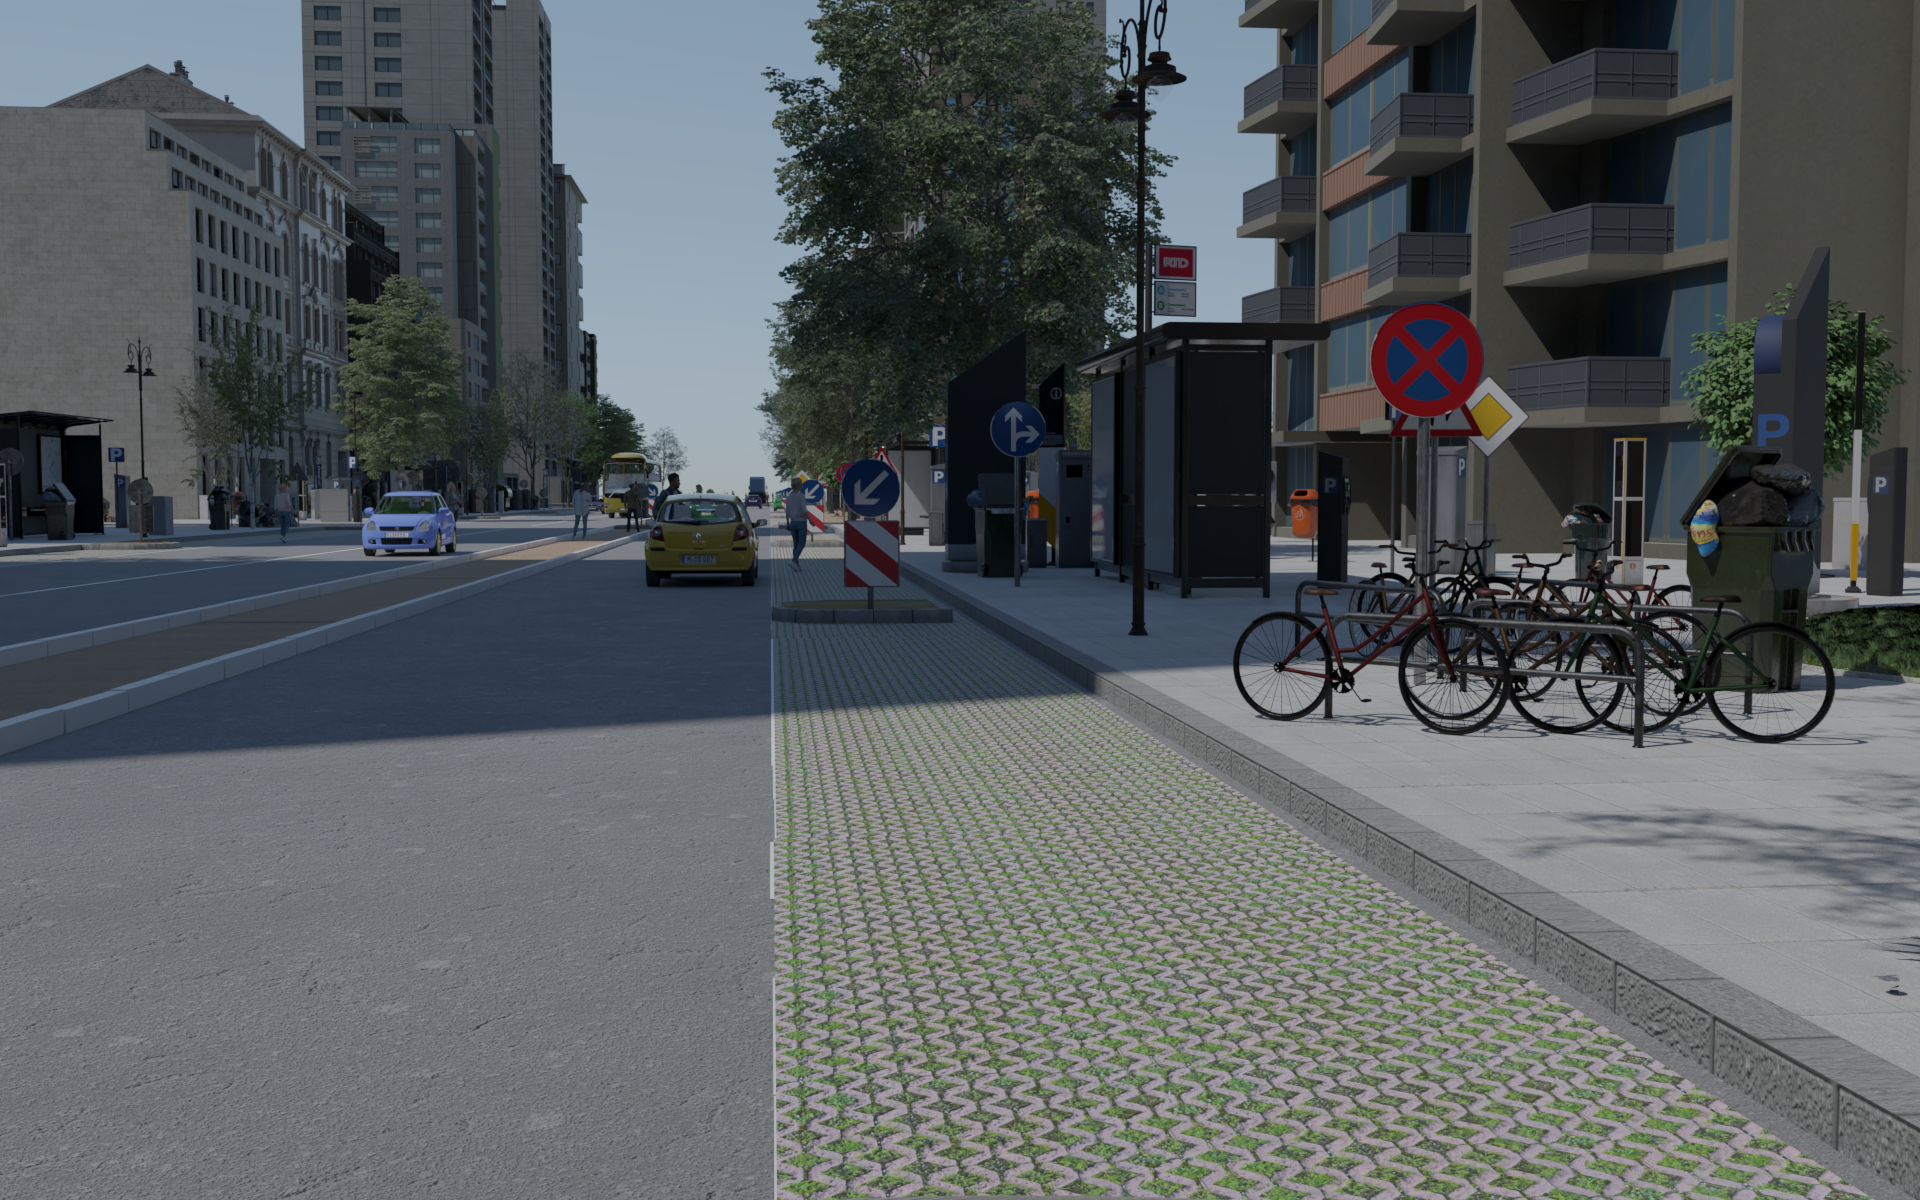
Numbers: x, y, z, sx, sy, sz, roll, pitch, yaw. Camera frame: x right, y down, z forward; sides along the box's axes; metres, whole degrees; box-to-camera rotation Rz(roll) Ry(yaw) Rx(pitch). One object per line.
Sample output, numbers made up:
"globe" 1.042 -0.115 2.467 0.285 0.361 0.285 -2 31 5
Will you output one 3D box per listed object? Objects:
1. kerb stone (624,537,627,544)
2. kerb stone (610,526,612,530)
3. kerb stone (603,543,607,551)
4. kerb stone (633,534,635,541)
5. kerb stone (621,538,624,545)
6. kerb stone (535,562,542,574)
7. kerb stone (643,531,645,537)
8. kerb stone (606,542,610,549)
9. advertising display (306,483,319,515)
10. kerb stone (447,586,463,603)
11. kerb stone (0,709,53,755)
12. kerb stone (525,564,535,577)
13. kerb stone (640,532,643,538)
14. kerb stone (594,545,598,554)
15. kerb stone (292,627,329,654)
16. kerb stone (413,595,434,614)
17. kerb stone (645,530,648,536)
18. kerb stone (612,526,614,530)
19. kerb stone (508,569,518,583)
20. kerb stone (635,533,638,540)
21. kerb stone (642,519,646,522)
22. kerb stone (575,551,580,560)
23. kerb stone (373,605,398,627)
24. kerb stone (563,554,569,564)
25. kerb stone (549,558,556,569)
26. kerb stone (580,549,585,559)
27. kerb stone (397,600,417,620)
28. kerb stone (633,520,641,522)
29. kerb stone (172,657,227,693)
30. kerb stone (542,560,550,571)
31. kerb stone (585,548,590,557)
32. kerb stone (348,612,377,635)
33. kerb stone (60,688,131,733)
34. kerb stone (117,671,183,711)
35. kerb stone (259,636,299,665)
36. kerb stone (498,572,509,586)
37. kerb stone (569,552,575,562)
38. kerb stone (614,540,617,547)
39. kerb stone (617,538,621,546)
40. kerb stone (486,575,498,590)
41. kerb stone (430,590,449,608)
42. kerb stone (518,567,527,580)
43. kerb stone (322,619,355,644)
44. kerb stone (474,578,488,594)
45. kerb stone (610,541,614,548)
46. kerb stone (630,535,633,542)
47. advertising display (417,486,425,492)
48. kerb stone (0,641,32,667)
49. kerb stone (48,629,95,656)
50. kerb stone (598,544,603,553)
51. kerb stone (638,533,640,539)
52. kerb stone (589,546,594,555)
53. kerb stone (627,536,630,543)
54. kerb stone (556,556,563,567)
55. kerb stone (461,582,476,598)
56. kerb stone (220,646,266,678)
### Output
"kerb stone" -9.709 -1.676 49.602 0.120 0.150 1.000 0 4 -6
"kerb stone" -13.808 -2.785 67.724 0.120 0.150 1.000 0 4 -6
"kerb stone" -9.044 -1.302 43.482 0.120 0.150 1.000 0 4 -6
"kerb stone" -10.046 -1.863 52.654 0.120 0.150 1.000 0 4 -6
"kerb stone" -9.599 -1.612 48.580 0.120 0.150 1.000 0 4 -6
"kerb stone" -7.708 -0.554 31.250 0.120 0.150 1.000 0 4 -6
"kerb stone" -10.492 -2.112 56.728 0.120 0.150 1.000 0 4 -6
"kerb stone" -9.153 -1.357 44.499 0.120 0.150 1.000 0 4 -6
"advertising display" -39.502 -6.144 105.662 0.123 1.923 0.974 1 4 20
"kerb stone" -6.812 -0.055 23.089 0.120 0.150 1.000 0 4 -6
"kerb stone" -5.363 0.755 9.849 0.120 0.150 1.000 0 4 -6
"kerb stone" -7.589 -0.491 30.229 0.120 0.150 1.000 0 4 -6
"kerb stone" -10.375 -2.050 55.710 0.120 0.150 1.000 0 4 -6
"kerb stone" -8.823 -1.177 41.438 0.120 0.150 1.000 0 4 -6
"kerb stone" -6.035 0.383 15.966 0.120 0.150 1.000 0 4 -6
"kerb stone" -6.590 0.070 21.056 0.120 0.150 1.000 0 4 -6
"kerb stone" -10.600 -2.174 57.746 0.120 0.150 1.000 0 4 -6
"kerb stone" -13.916 -2.845 68.747 0.120 0.150 1.000 0 4 -6
"kerb stone" -7.369 -0.367 28.191 0.120 0.150 1.000 0 4 -6
"kerb stone" -10.153 -1.925 53.671 0.120 0.150 1.000 0 4 -6
"kerb stone" -15.860 -3.936 86.551 0.120 0.150 1.000 0 4 -6
"kerb stone" -8.370 -0.927 37.355 0.120 0.150 1.000 0 4 -6
"kerb stone" -6.367 0.196 19.023 0.120 0.150 1.000 0 4 -6
"kerb stone" -8.150 -0.803 35.317 0.120 0.150 1.000 0 4 -6
"kerb stone" -7.928 -0.675 33.283 0.120 0.150 1.000 0 4 -6
"kerb stone" -8.486 -0.990 38.389 0.120 0.150 1.000 0 4 -6
"kerb stone" -6.474 0.132 20.040 0.120 0.150 1.000 0 4 -6
"kerb stone" -15.531 -3.748 83.499 0.120 0.150 1.000 0 4 -6
"kerb stone" -5.703 0.569 12.902 0.120 0.150 1.000 0 4 -6
"kerb stone" -7.813 -0.614 32.267 0.120 0.150 1.000 0 4 -6
"kerb stone" -8.590 -1.053 39.406 0.120 0.150 1.000 0 4 -6
"kerb stone" -6.259 0.257 18.002 0.120 0.150 1.000 0 4 -6
"kerb stone" -5.467 0.701 10.867 0.120 0.150 1.000 0 4 -6
"kerb stone" -5.583 0.634 11.887 0.120 0.150 1.000 0 4 -6
"kerb stone" -5.924 0.449 14.938 0.120 0.150 1.000 0 4 -6
"kerb stone" -7.258 -0.304 27.168 0.120 0.150 1.000 0 4 -6
"kerb stone" -8.253 -0.863 36.339 0.120 0.150 1.000 0 4 -6
"kerb stone" -9.380 -1.488 46.530 0.120 0.150 1.000 0 4 -6
"kerb stone" -9.488 -1.547 47.550 0.120 0.150 1.000 0 4 -6
"kerb stone" -7.152 -0.242 26.152 0.120 0.150 1.000 0 4 -6
"kerb stone" -6.704 0.008 22.072 0.120 0.150 1.000 0 4 -6
"kerb stone" -7.482 -0.428 29.211 0.120 0.150 1.000 0 4 -6
"kerb stone" -6.144 0.319 16.986 0.120 0.150 1.000 0 4 -6
"kerb stone" -7.031 -0.179 25.121 0.120 0.150 1.000 0 4 -6
"kerb stone" -9.262 -1.426 45.515 0.120 0.150 1.000 0 4 -6
"kerb stone" -9.934 -1.794 51.638 0.120 0.150 1.000 0 4 -6
"advertising display" -46.857 -8.860 150.069 0.974 1.923 0.123 -2 4 -35
"kerb stone" -7.999 0.463 14.661 0.120 0.150 1.000 0 4 -6
"kerb stone" -8.116 0.398 15.689 0.120 0.150 1.000 0 4 -6
"kerb stone" -8.921 -1.237 42.456 0.120 0.150 1.000 0 4 -6
"kerb stone" -10.269 -1.987 54.687 0.120 0.150 1.000 0 4 -6
"kerb stone" -8.707 -1.113 40.422 0.120 0.150 1.000 0 4 -6
"kerb stone" -9.829 -1.733 50.621 0.120 0.150 1.000 0 4 -6
"kerb stone" -8.040 -0.740 34.299 0.120 0.150 1.000 0 4 -6
"kerb stone" -6.920 -0.117 24.105 0.120 0.150 1.000 0 4 -6
"kerb stone" -5.811 0.506 13.921 0.120 0.150 1.000 0 4 -6
